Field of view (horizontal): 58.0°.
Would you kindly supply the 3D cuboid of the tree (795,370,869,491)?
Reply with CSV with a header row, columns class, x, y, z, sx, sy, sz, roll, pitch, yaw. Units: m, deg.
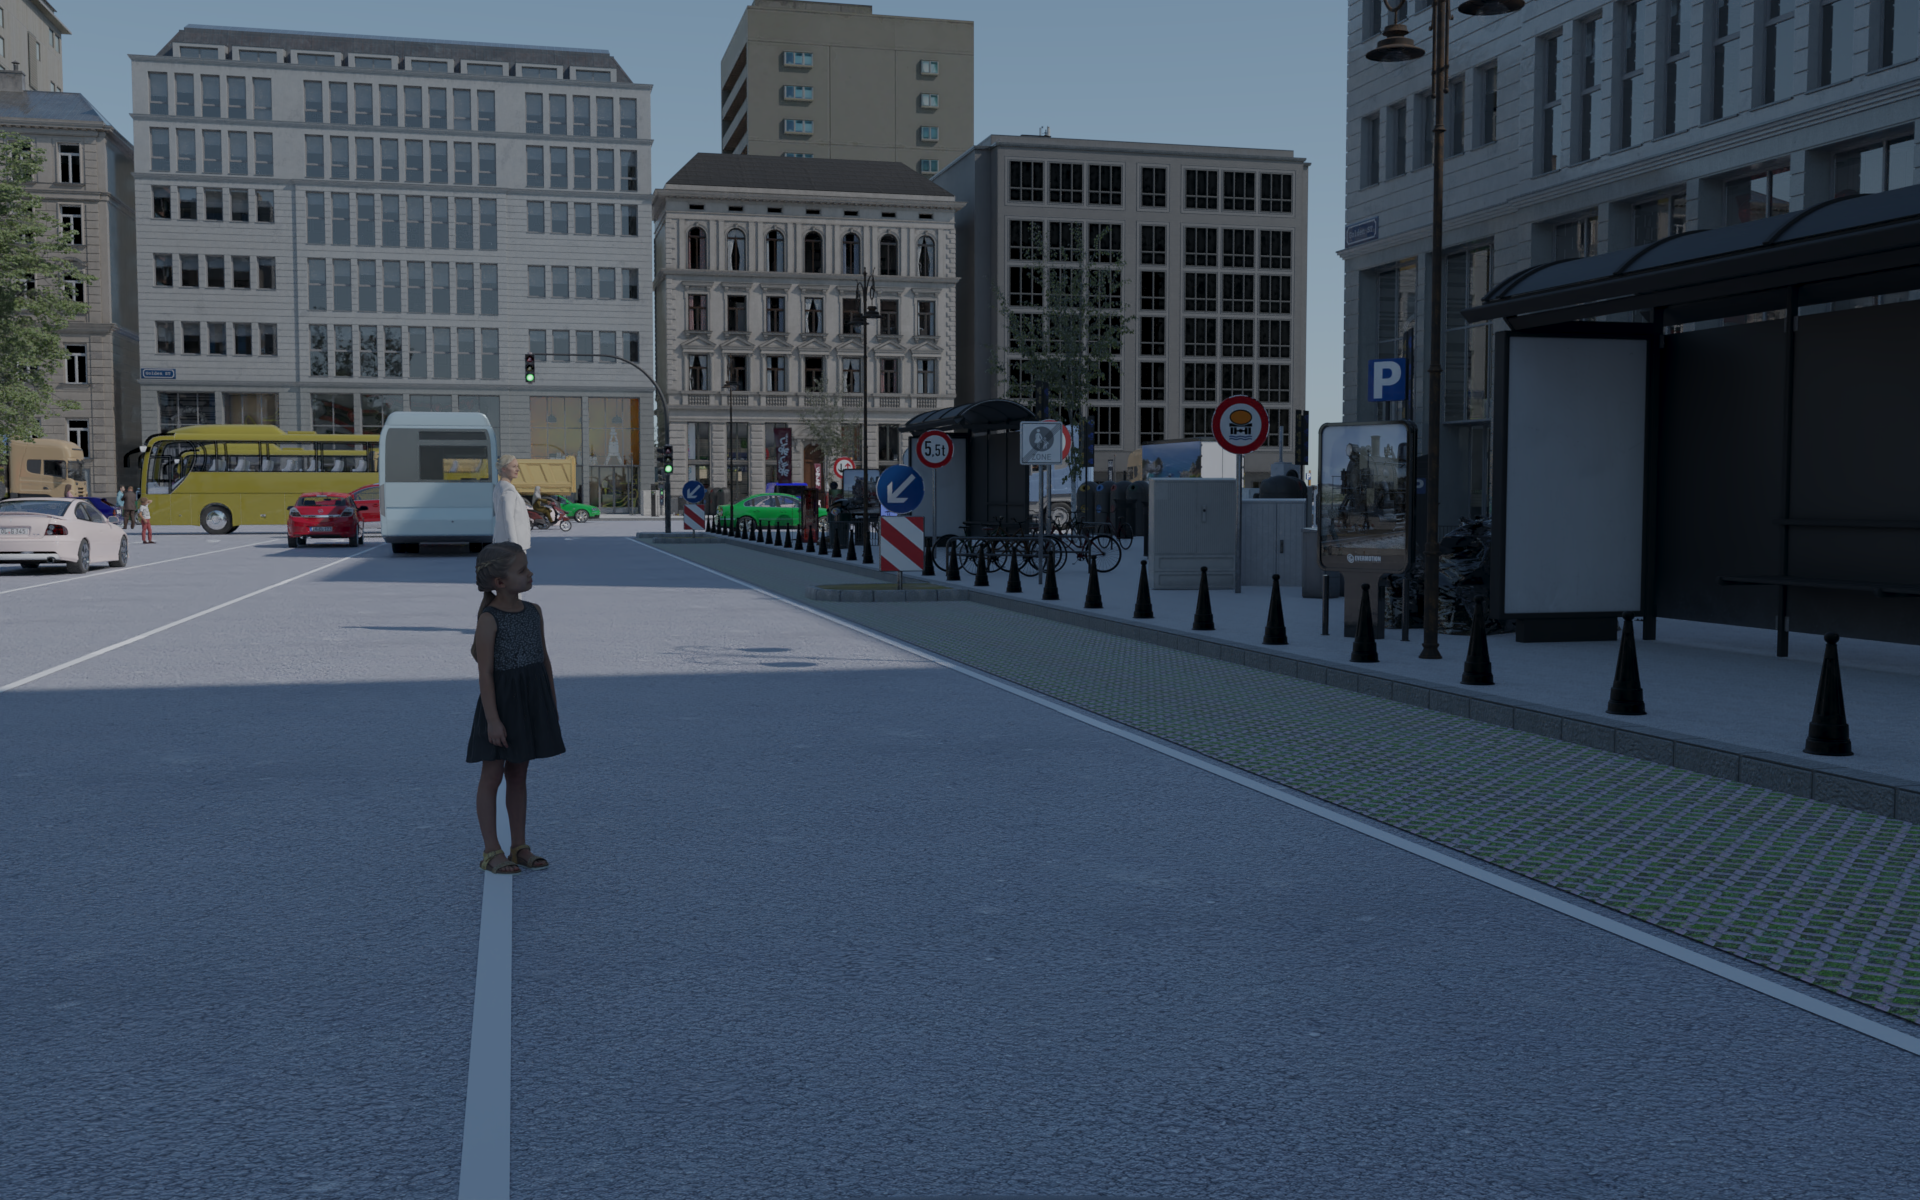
class,x,y,z,sx,sy,sz,roll,pitch,yaw
tree,-7.722,-9.371,103.580,4.360,8.622,3.978,0,3,0

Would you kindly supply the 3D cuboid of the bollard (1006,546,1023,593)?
class,x,y,z,sx,sy,sz,roll,pitch,yaw
bollard,0.706,-0.399,22.565,0.229,0.601,0.229,0,3,0

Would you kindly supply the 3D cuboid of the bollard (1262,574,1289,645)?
class,x,y,z,sx,sy,sz,roll,pitch,yaw
bollard,2.698,0.076,14.798,0.229,0.601,0.229,0,3,0

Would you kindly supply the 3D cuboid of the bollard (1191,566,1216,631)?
class,x,y,z,sx,sy,sz,roll,pitch,yaw
bollard,2.303,-0.019,16.359,0.229,0.601,0.229,0,3,0

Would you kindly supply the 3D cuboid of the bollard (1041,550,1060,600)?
class,x,y,z,sx,sy,sz,roll,pitch,yaw
bollard,1.102,-0.304,21.015,0.229,0.601,0.229,0,3,0

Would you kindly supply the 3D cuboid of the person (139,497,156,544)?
class,x,y,z,sx,sy,sz,roll,pitch,yaw
person,-23.428,-2.295,49.932,0.340,1.345,0.435,0,4,-6

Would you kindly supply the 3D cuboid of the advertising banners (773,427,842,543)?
class,x,y,z,sx,sy,sz,roll,pitch,yaw
advertising banners,-3.909,-3.007,45.352,2.074,3.025,0.090,1,4,15

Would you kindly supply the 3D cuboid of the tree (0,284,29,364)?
class,x,y,z,sx,sy,sz,roll,pitch,yaw
tree,-26.379,-6.360,40.858,8.767,10.594,7.601,-1,4,-14

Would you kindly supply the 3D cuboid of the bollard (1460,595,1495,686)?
class,x,y,z,sx,sy,sz,roll,pitch,yaw
bollard,3.498,0.266,11.690,0.229,0.601,0.229,0,3,0

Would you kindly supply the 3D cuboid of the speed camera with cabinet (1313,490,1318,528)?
class,x,y,z,sx,sy,sz,roll,pitch,yaw
speed camera with cabinet,13.692,-4.162,62.388,0.660,3.252,2.038,-3,4,-36

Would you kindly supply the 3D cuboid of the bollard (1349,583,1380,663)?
class,x,y,z,sx,sy,sz,roll,pitch,yaw
bollard,3.099,0.171,13.249,0.229,0.601,0.229,0,3,0

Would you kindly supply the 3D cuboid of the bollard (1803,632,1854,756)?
class,x,y,z,sx,sy,sz,roll,pitch,yaw
bollard,4.299,0.458,8.558,0.229,0.601,0.229,0,3,0

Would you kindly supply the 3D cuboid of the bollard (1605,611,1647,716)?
class,x,y,z,sx,sy,sz,roll,pitch,yaw
bollard,3.899,0.362,10.119,0.229,0.601,0.229,0,3,0

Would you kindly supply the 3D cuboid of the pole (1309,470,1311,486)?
class,x,y,z,sx,sy,sz,roll,pitch,yaw
pole,29.901,-9.435,148.109,0.158,3.312,0.155,0,3,0

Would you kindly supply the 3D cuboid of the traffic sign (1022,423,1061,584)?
class,x,y,z,sx,sy,sz,roll,pitch,yaw
traffic sign,1.143,-1.370,24.524,0.606,2.300,0.079,-1,4,-10

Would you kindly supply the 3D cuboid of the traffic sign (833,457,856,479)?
class,x,y,z,sx,sy,sz,roll,pitch,yaw
traffic sign,-3.940,-3.604,59.038,0.768,2.556,0.104,-1,4,-10

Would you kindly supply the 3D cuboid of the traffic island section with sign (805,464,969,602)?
class,x,y,z,sx,sy,sz,roll,pitch,yaw
traffic island section with sign,-1.078,-0.927,23.789,1.989,1.847,2.006,-1,4,-14

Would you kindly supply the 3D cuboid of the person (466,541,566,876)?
class,x,y,z,sx,sy,sz,roll,pitch,yaw
person,-1.685,0.401,6.610,0.373,1.253,0.362,3,4,36

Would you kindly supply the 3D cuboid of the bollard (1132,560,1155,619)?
class,x,y,z,sx,sy,sz,roll,pitch,yaw
bollard,1.899,-0.114,17.907,0.229,0.601,0.229,0,3,0

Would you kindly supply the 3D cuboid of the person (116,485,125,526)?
class,x,y,z,sx,sy,sz,roll,pitch,yaw
person,-37.335,-4.181,76.881,0.620,1.820,0.660,-1,4,-22

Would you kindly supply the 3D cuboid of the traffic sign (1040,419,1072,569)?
class,x,y,z,sx,sy,sz,roll,pitch,yaw
traffic sign,1.521,-1.804,29.595,0.768,2.556,0.104,0,4,-7

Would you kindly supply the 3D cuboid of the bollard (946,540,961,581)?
class,x,y,z,sx,sy,sz,roll,pitch,yaw
bollard,-0.095,-0.591,25.697,0.229,0.601,0.229,0,3,0

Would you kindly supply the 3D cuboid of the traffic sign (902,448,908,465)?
class,x,y,z,sx,sy,sz,roll,pitch,yaw
traffic sign,-1.113,-2.721,44.597,0.768,2.556,0.104,-1,4,-12

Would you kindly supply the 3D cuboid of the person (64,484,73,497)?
class,x,y,z,sx,sy,sz,roll,pitch,yaw
person,-34.514,-3.589,67.195,0.555,1.821,0.388,2,4,29

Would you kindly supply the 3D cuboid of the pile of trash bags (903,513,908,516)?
class,x,y,z,sx,sy,sz,roll,pitch,yaw
pile of trash bags,-0.465,-2.921,57.518,3.447,1.369,1.912,3,4,36

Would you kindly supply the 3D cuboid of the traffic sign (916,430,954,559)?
class,x,y,z,sx,sy,sz,roll,pitch,yaw
traffic sign,-0.505,-2.095,34.355,0.768,2.556,0.104,-1,4,-11

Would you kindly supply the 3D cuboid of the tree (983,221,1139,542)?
class,x,y,z,sx,sy,sz,roll,pitch,yaw
tree,2.810,-5.845,45.931,4.360,8.622,3.978,0,3,0

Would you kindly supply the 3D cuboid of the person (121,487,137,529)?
class,x,y,z,sx,sy,sz,roll,pitch,yaw
person,-34.007,-3.769,70.816,0.600,1.739,0.565,1,4,14

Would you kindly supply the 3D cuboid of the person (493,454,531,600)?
class,x,y,z,sx,sy,sz,roll,pitch,yaw
person,-4.715,-0.585,17.950,0.514,1.842,0.818,3,4,37

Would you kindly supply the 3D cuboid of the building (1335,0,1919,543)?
class,x,y,z,sx,sy,sz,roll,pitch,yaw
building,19.386,-15.692,34.056,11.434,29.767,29.804,-1,4,-14

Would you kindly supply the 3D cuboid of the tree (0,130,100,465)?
class,x,y,z,sx,sy,sz,roll,pitch,yaw
tree,-28.254,-7.805,48.194,7.486,12.596,7.792,0,3,0

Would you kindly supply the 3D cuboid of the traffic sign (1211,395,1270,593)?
class,x,y,z,sx,sy,sz,roll,pitch,yaw
traffic sign,3.598,-1.360,22.337,0.768,2.556,0.104,0,4,-7

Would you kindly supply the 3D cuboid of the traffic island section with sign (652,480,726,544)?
class,x,y,z,sx,sy,sz,roll,pitch,yaw
traffic island section with sign,-7.961,-2.568,50.621,1.989,1.847,2.006,-1,4,-14

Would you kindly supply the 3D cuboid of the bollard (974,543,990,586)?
class,x,y,z,sx,sy,sz,roll,pitch,yaw
bollard,0.302,-0.495,24.142,0.229,0.601,0.229,0,3,0

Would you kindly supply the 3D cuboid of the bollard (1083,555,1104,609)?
class,x,y,z,sx,sy,sz,roll,pitch,yaw
bollard,1.502,-0.209,19.465,0.229,0.601,0.229,0,3,0

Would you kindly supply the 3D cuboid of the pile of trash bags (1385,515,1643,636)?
class,x,y,z,sx,sy,sz,roll,pitch,yaw
pile of trash bags,5.664,-0.434,16.849,3.447,1.369,1.912,-1,4,-17

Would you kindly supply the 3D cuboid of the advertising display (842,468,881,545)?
class,x,y,z,sx,sy,sz,roll,pitch,yaw
advertising display,-2.470,-2.345,43.561,0.974,1.923,0.123,0,3,0

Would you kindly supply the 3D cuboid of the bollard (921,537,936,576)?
class,x,y,z,sx,sy,sz,roll,pitch,yaw
bollard,-0.497,-0.686,27.259,0.229,0.601,0.229,0,3,0

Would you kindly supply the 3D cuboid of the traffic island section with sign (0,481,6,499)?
class,x,y,z,sx,sy,sz,roll,pitch,yaw
traffic island section with sign,-29.306,-2.697,52.237,2.006,1.907,1.989,-1,4,-14

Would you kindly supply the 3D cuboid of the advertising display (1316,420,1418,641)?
class,x,y,z,sx,sy,sz,roll,pitch,yaw
advertising display,3.601,-0.622,15.376,0.123,1.923,0.974,-3,5,-42

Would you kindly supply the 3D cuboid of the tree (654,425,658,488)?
class,x,y,z,sx,sy,sz,roll,pitch,yaw
tree,-24.649,-11.102,131.881,4.360,8.622,3.978,0,3,0

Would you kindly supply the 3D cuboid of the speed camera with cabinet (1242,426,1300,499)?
class,x,y,z,sx,sy,sz,roll,pitch,yaw
speed camera with cabinet,8.904,-3.404,49.989,2.038,3.252,0.660,-2,4,-35
